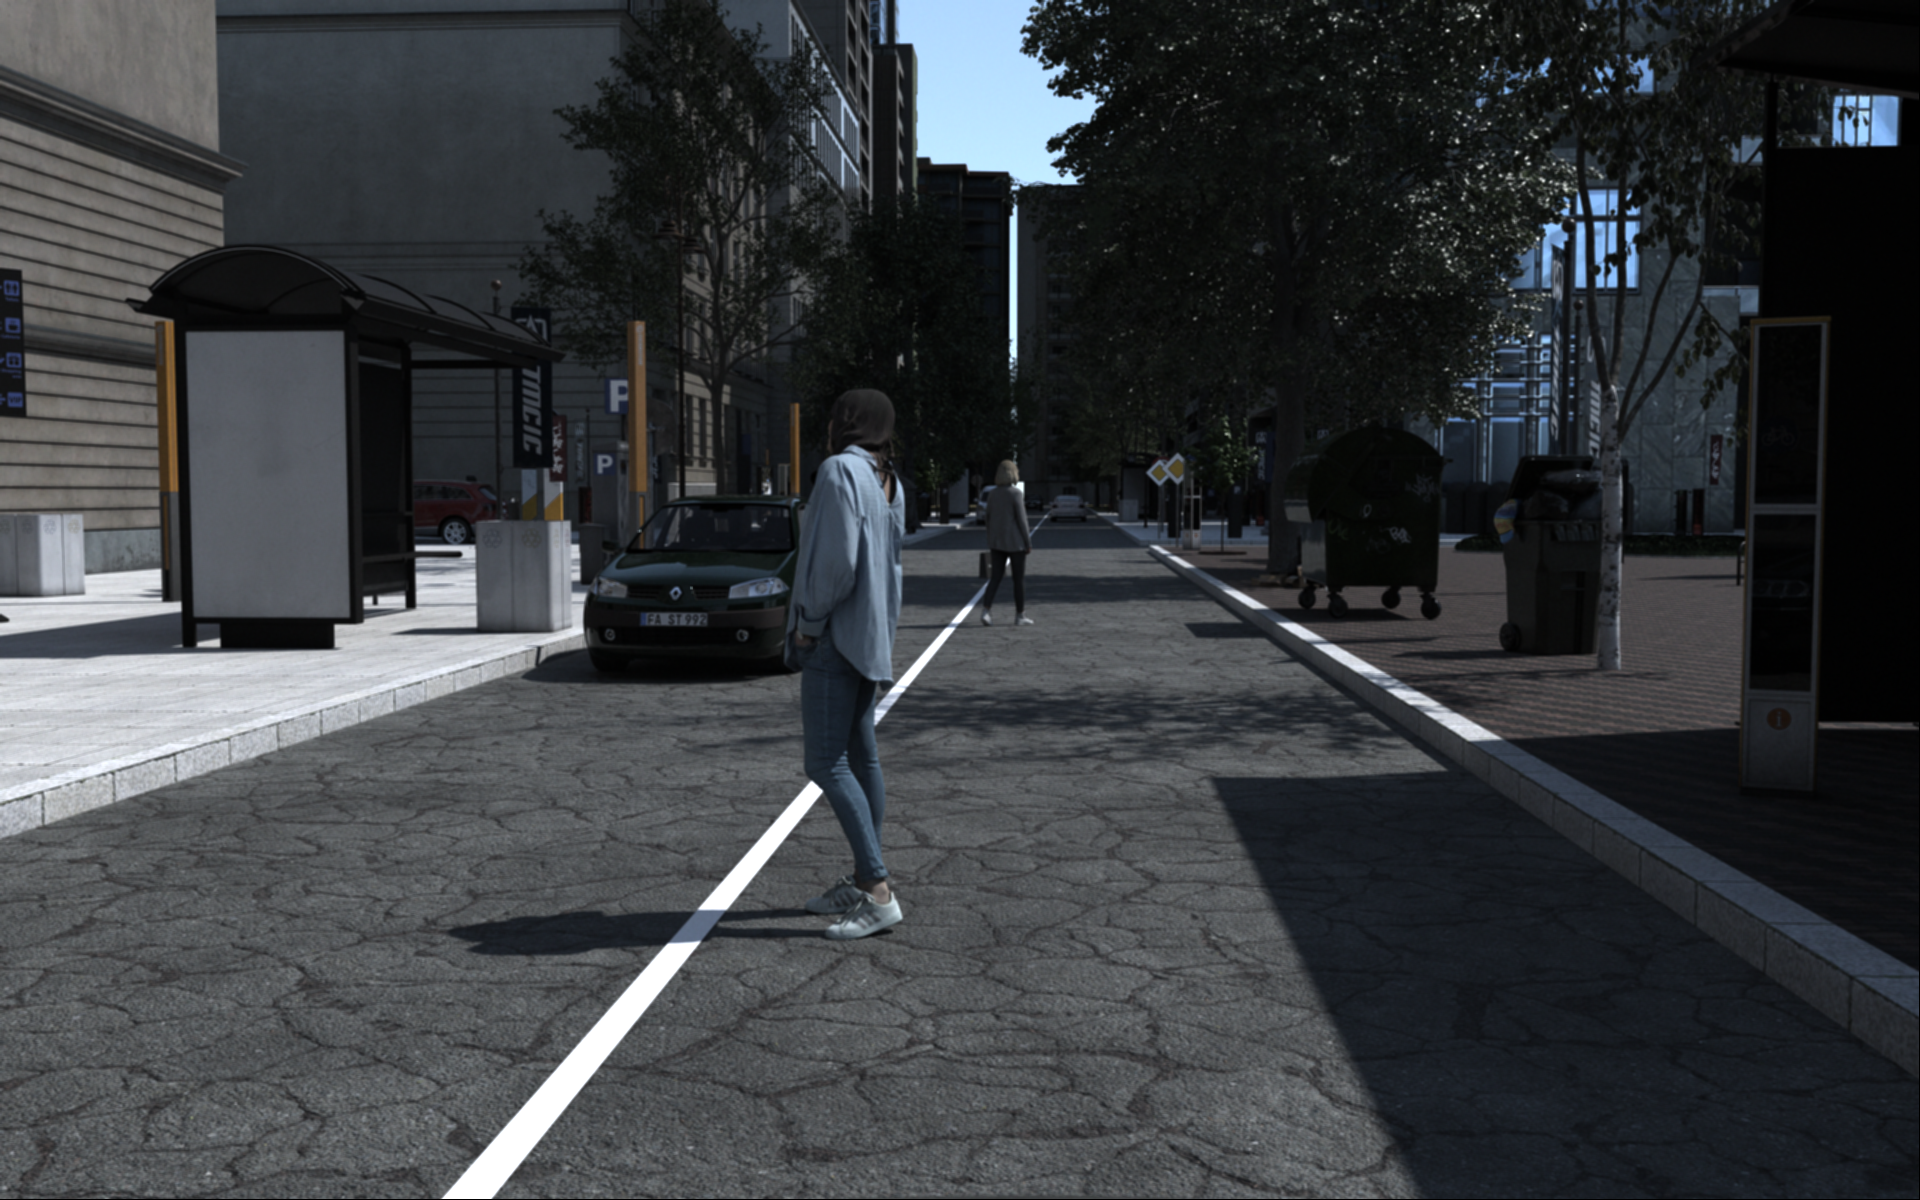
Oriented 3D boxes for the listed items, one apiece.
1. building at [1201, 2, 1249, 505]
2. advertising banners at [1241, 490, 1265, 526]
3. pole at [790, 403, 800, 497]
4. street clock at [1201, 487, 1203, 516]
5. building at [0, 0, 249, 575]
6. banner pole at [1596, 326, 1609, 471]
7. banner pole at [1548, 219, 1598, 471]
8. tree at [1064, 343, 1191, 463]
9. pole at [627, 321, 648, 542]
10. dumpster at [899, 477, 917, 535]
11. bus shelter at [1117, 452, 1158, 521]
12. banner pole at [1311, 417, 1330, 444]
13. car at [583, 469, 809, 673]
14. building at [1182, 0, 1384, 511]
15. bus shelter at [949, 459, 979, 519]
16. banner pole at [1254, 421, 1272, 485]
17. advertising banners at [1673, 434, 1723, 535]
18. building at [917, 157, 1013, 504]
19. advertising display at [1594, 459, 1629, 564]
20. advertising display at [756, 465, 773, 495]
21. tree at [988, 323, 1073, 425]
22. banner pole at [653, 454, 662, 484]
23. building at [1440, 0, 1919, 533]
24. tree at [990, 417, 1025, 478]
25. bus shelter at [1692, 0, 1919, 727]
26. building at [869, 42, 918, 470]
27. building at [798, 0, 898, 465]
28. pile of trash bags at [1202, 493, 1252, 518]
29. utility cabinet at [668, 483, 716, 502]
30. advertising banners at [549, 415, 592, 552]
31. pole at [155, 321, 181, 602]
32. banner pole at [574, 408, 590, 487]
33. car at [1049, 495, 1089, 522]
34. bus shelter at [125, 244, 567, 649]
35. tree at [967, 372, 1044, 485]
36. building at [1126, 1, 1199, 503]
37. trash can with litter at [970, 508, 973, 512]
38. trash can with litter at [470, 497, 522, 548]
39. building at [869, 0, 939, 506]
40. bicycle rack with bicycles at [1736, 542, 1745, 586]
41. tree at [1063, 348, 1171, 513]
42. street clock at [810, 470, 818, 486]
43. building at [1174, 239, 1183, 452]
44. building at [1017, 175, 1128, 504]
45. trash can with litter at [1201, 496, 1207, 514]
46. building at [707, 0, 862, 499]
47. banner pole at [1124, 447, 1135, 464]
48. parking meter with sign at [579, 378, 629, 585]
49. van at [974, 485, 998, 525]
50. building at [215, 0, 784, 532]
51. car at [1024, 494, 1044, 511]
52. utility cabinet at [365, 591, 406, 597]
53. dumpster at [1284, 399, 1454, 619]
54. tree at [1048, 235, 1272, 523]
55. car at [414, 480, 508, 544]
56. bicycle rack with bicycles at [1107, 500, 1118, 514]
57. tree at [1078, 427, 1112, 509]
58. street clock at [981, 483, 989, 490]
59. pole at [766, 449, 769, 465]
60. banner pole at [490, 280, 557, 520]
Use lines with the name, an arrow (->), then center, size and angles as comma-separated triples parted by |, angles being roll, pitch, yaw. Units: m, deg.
building -> 31.316, -29.738, 140.839 | 22.147, 44.769, 28.867 | 0, 4, 3
advertising banners -> 11.992, -4.458, 69.074 | 0.090, 3.025, 2.074 | -3, 5, -44
pole -> -3.714, -2.759, 38.957 | 0.158, 3.312, 0.155 | 0, 3, 0
street clock -> 14.057, -5.913, 101.241 | 0.358, 2.002, 0.471 | 0, 4, 5
building -> -30.774, -12.756, 27.648 | 34.723, 24.649, 14.460 | 0, 4, 3
banner pole -> 8.185, -1.994, 22.612 | 0.863, 3.779, 0.401 | -2, 4, -33
banner pole -> 5.412, -1.568, 15.655 | 0.401, 3.779, 0.863 | 2, 4, 32
tree -> 10.594, -11.121, 107.583 | 9.928, 11.665, 9.643 | 0, 3, 0
pole -> -3.822, -1.633, 20.539 | 0.158, 3.312, 0.155 | 0, 3, 0
dumpster -> -2.071, -3.046, 55.568 | 1.264, 1.857, 1.865 | 0, 4, 4
bus shelter -> 8.935, -5.647, 86.257 | 2.014, 3.302, 5.546 | 0, 4, 3
banner pole -> 11.570, -4.033, 55.949 | 0.863, 3.779, 0.401 | 3, 4, 36
car -> -2.003, -0.331, 15.197 | 2.009, 1.686, 4.222 | 0, 4, 5
building -> 32.898, -33.160, 165.861 | 21.300, 48.544, 21.600 | 0, 4, 3
bus shelter -> -0.122, -6.046, 92.783 | 2.014, 3.302, 5.546 | 0, 4, 4
banner pole -> 10.334, -4.188, 58.492 | 0.863, 3.779, 0.401 | 1, 4, 22
advertising banners -> 22.047, -3.397, 51.729 | 0.090, 3.025, 2.074 | -1, 4, -14
building -> -7.655, -35.075, 228.104 | 28.867, 44.769, 22.147 | 0, 4, 3
advertising display -> 12.143, -1.660, 32.354 | 0.123, 1.923, 0.974 | -1, 4, -12
advertising display -> -4.325, -2.032, 38.445 | 0.123, 1.923, 0.974 | 1, 4, 9
tree -> 6.688, -20.513, 191.270 | 12.611, 20.169, 13.585 | 0, 3, 0
banner pole -> -9.386, -3.804, 52.208 | 0.863, 3.779, 0.401 | 0, 4, -7
building -> 30.922, -45.996, 64.703 | 31.000, 86.520, 22.319 | 0, 4, 3
tree -> 4.409, -13.009, 163.053 | 4.737, 8.622, 4.395 | 0, 3, 0
bus shelter -> 4.629, -0.923, 6.367 | 1.731, 3.624, 6.357 | 0, 4, 4
building -> -11.298, -28.716, 153.104 | 14.154, 41.232, 14.086 | 0, 4, 3
building -> -15.519, -42.615, 135.009 | 20.563, 71.187, 20.611 | 0, 4, 3
pile of trash bags -> 14.587, -5.117, 93.422 | 1.912, 1.369, 3.447 | -2, 4, -32
utility cabinet -> -5.313, -1.613, 35.057 | 1.173, 1.500, 0.318 | -3, 5, -41
advertising banners -> -8.161, -2.576, 38.298 | 2.074, 3.025, 0.090 | 0, 4, -3
pole -> -9.393, -1.634, 20.553 | 0.158, 3.312, 0.155 | 0, 3, 0
banner pole -> -11.004, -3.709, 50.652 | 0.863, 3.779, 0.401 | 3, 5, 40
car -> 5.690, -4.784, 90.584 | 2.083, 1.381, 4.827 | 0, 4, 4
bus shelter -> -5.599, -1.401, 16.835 | 2.014, 3.302, 5.546 | 0, 4, 4
tree -> 2.688, -12.860, 136.015 | 9.928, 11.665, 9.643 | 0, 3, 0
building -> 31.806, -48.035, 223.622 | 20.611, 71.187, 20.563 | 0, 4, 3
trash can with litter -> 0.342, -6.784, 122.313 | 1.055, 1.170, 0.624 | -1, 4, -19
trash can with litter -> -10.432, -1.816, 40.755 | 1.678, 1.210, 2.233 | -3, 4, -37
building -> -18.530, -53.129, 181.337 | 31.000, 86.520, 22.319 | 0, 4, 3
bicycle rack with bicycles -> 12.320, -0.647, 23.962 | 2.925, 0.926, 2.852 | -2, 4, -34
tree -> 12.610, -13.398, 137.185 | 7.486, 12.596, 7.792 | 0, 3, 0
street clock -> -4.336, -2.976, 53.224 | 0.471, 2.002, 0.358 | 1, 4, 14
building -> 29.822, -25.245, 184.452 | 14.160, 30.474, 14.107 | 0, 4, 3
building -> 14.292, -32.951, 222.338 | 14.086, 41.232, 14.154 | 0, 4, 3
trash can with litter -> 14.641, -5.551, 102.146 | 0.624, 1.170, 1.055 | -1, 4, -18
building -> -13.065, -19.877, 102.483 | 11.434, 29.767, 29.804 | 0, 4, 3
banner pole -> 8.982, -6.246, 92.133 | 0.863, 3.779, 0.401 | 3, 5, 39
parking meter with sign -> -5.109, -1.772, 25.228 | 0.543, 3.016, 1.738 | 0, 4, 4
van -> 1.699, -4.533, 81.132 | 2.013, 2.044, 4.112 | 0, 4, 5
building -> -17.780, -14.664, 73.045 | 16.112, 22.955, 30.059 | 0, 4, 3
car -> 6.048, -8.229, 144.338 | 2.009, 1.686, 4.222 | 0, 4, 4
utility cabinet -> -7.403, -0.645, 21.703 | 1.020, 1.237, 0.306 | -2, 4, -32
dumpster -> 4.343, -0.980, 18.521 | 1.502, 2.255, 1.985 | 0, 4, 3
tree -> 9.170, -10.175, 76.728 | 12.009, 13.543, 11.850 | 0, 3, 0
car -> -15.057, -2.381, 47.601 | 5.304, 1.827, 2.281 | 0, 4, 2
bicycle rack with bicycles -> 10.795, -6.005, 111.557 | 2.852, 0.926, 2.925 | 0, 4, -5
tree -> 12.384, -12.317, 151.746 | 4.360, 8.622, 3.978 | 0, 3, 0
street clock -> 1.588, -6.455, 110.103 | 0.471, 2.002, 0.358 | -2, 4, -35
pole -> -8.745, -5.193, 78.750 | 0.158, 3.312, 0.155 | 0, 3, 0
banner pole -> -5.191, -1.857, 20.382 | 0.863, 3.779, 0.401 | -1, 4, -16
